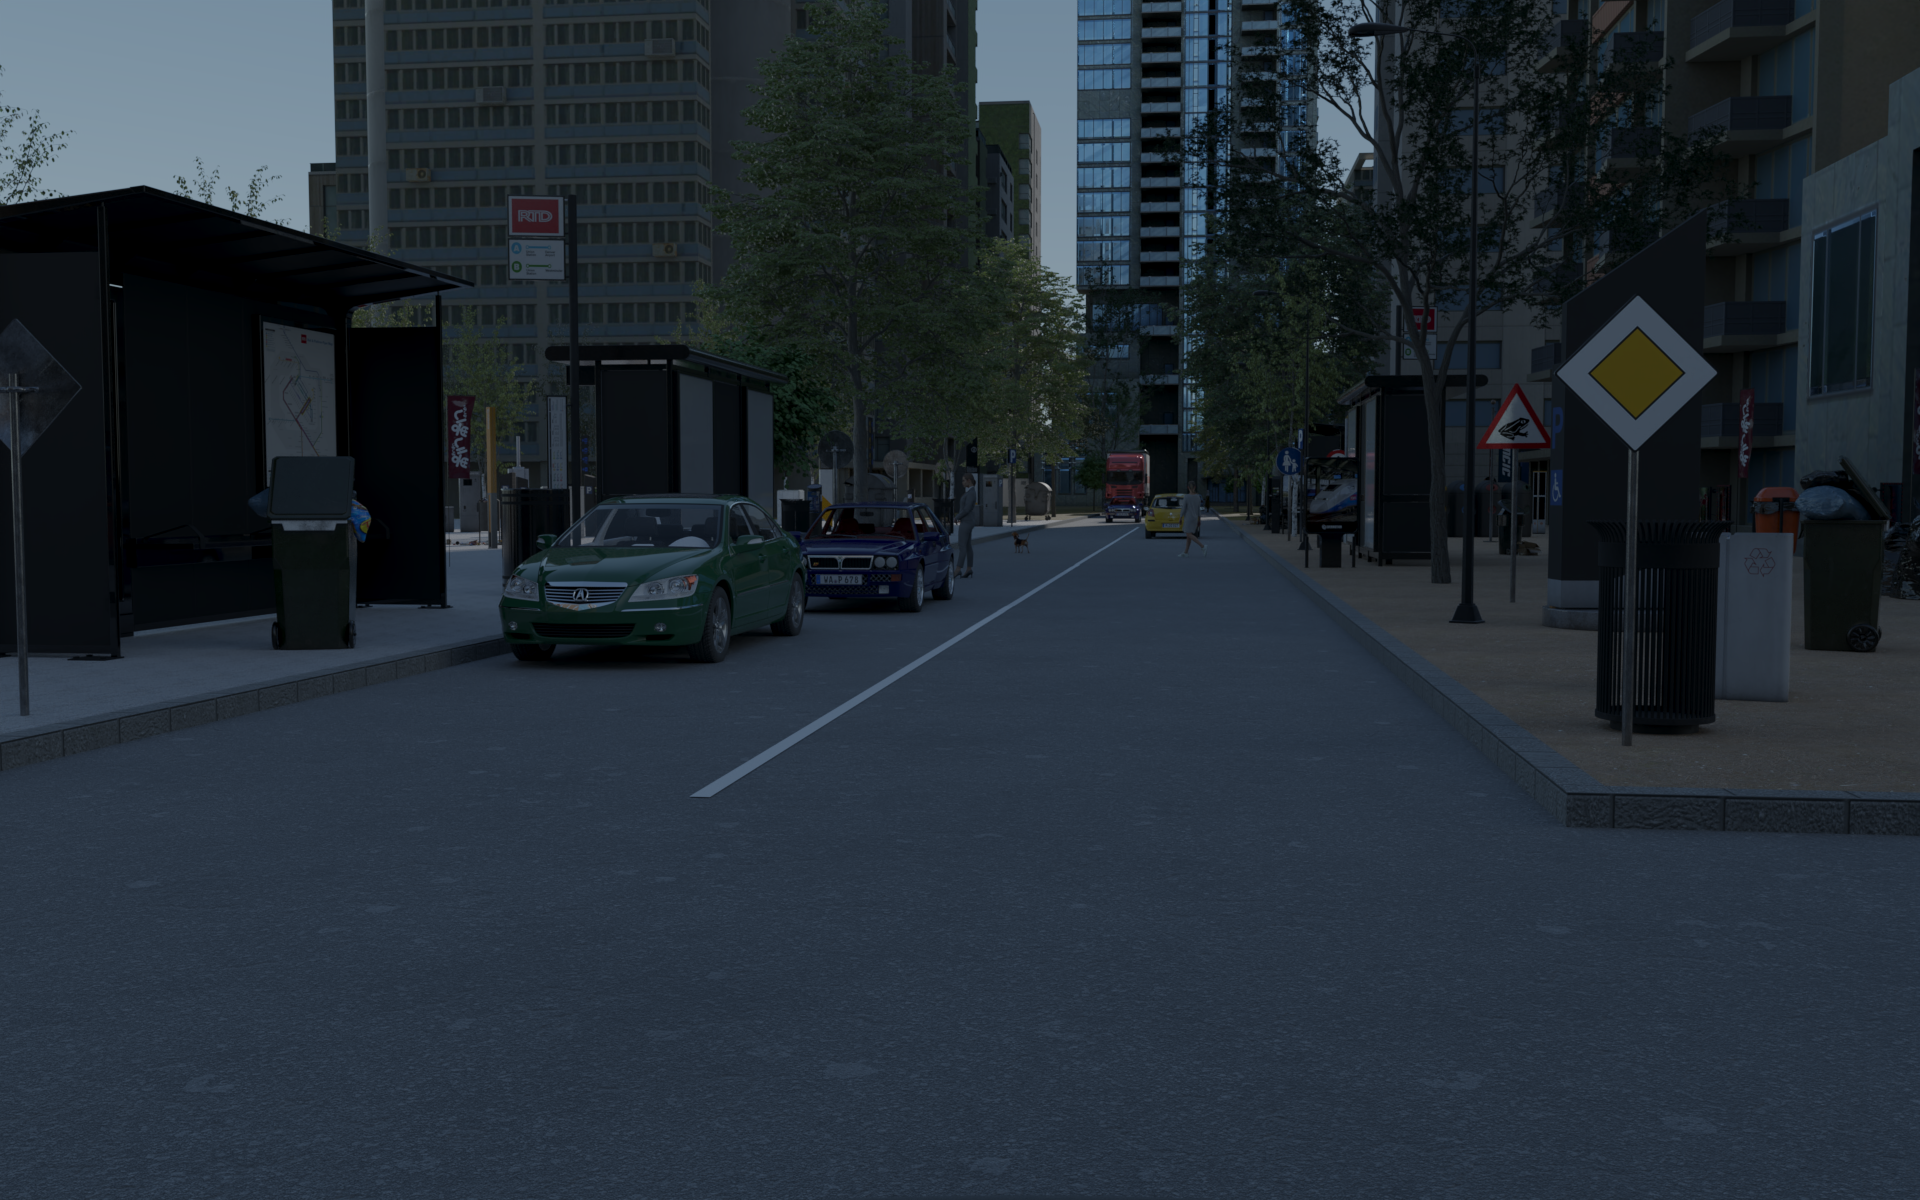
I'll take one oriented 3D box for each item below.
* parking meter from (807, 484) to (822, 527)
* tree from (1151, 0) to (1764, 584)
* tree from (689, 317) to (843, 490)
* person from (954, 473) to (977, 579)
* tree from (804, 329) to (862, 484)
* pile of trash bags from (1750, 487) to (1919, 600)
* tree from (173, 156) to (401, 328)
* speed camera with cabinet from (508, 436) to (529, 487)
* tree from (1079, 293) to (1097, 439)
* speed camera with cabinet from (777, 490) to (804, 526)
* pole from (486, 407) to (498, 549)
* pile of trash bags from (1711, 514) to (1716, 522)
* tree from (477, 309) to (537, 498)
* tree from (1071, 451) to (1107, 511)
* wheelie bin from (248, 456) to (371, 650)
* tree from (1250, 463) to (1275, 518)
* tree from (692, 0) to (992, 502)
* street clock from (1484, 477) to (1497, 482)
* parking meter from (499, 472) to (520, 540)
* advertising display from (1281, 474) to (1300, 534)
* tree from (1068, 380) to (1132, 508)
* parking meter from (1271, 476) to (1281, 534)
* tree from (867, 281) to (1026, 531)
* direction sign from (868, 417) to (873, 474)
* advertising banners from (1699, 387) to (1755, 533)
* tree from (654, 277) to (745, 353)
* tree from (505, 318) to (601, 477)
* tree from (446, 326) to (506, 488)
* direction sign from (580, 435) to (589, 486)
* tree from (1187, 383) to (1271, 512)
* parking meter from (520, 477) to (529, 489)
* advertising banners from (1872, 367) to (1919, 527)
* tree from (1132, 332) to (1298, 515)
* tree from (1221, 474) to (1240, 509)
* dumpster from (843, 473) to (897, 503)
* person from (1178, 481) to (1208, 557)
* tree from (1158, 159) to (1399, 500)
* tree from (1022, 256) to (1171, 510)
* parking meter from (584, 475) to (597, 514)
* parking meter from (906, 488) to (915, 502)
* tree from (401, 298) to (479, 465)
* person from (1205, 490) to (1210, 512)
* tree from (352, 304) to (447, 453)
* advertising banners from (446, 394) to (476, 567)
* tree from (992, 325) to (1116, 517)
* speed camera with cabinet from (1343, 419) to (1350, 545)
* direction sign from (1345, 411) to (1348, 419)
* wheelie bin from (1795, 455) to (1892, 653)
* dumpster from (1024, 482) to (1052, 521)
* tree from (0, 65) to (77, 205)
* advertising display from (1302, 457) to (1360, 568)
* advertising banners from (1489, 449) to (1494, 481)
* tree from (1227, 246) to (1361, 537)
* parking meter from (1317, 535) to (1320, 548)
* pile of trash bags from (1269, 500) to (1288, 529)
[{"bbox_3d":[-3.596,-2.105,42.822,0.372,1.533,0.369,0,3,0],"label":"parking meter"},{"bbox_3d":[6.984,-5.536,24.923,8.767,10.594,7.601,0,4,7],"label":"tree"},{"bbox_3d":[-3.873,-2.961,32.129,4.285,4.588,4.351,0,3,0],"label":"tree"},{"bbox_3d":[0.019,-1.267,29.491,0.573,1.790,0.520,-1,4,-14],"label":"person"},{"bbox_3d":[-6.245,-7.689,76.084,4.737,8.622,4.395,0,3,0],"label":"tree"},{"bbox_3d":[11.751,-0.728,21.658,3.447,1.369,1.912,1,4,15],"label":"pile of trash bags"},{"bbox_3d":[-15.911,-5.401,38.675,4.737,8.622,4.395,0,3,0],"label":"tree"},{"bbox_3d":[-14.504,-3.995,59.656,2.038,3.252,0.660,-1,4,-19],"label":"speed camera with cabinet"},{"bbox_3d":[2.584,-9.704,76.794,7.486,12.596,7.792,0,3,0],"label":"tree"},{"bbox_3d":[-7.412,-4.673,70.740,2.038,3.252,0.660,1,4,15],"label":"speed camera with cabinet"},{"bbox_3d":[-10.986,-2.862,40.640,0.158,3.312,0.155,0,3,0],"label":"pole"},{"bbox_3d":[14.188,-1.496,34.219,1.912,1.369,3.447,2,4,32],"label":"pile of trash bags"},{"bbox_3d":[-18.369,-7.120,66.778,4.737,8.622,4.395,0,3,0],"label":"tree"},{"bbox_3d":[10.009,-8.849,128.398,4.285,4.588,4.351,0,3,0],"label":"tree"},{"bbox_3d":[-5.410,-0.401,14.459,0.980,1.594,0.693,-1,4,-12],"label":"wheelie bin"},{"bbox_3d":[16.267,-5.984,92.437,1.663,3.219,1.824,0,3,0],"label":"tree"},{"bbox_3d":[-2.689,-7.469,40.246,7.486,12.596,7.792,0,3,0],"label":"tree"},{"bbox_3d":[21.871,-4.094,71.503,0.471,2.002,0.358,2,4,31],"label":"street clock"},{"bbox_3d":[-12.173,-2.503,46.630,0.399,1.863,0.255,1,4,20],"label":"parking meter"},{"bbox_3d":[10.751,-3.067,55.354,0.974,1.923,0.123,0,4,-3],"label":"advertising display"},{"bbox_3d":[13.151,-14.107,156.410,9.928,11.665,9.643,0,3,0],"label":"tree"},{"bbox_3d":[10.265,-3.092,56.266,0.255,1.863,0.399,1,4,14],"label":"parking meter"},{"bbox_3d":[-0.103,-6.678,59.553,4.737,8.622,4.395,0,3,0],"label":"tree"},{"bbox_3d":[-2.641,-3.623,51.237,0.379,3.537,0.876,0,4,4],"label":"direction sign"},{"bbox_3d":[13.021,-2.038,29.515,0.090,3.025,2.074,0,4,0],"label":"advertising banners"},{"bbox_3d":[-8.450,-6.550,57.449,4.737,8.622,4.395,0,3,0],"label":"tree"},{"bbox_3d":[-16.063,-7.512,73.182,4.360,8.622,3.978,0,3,0],"label":"tree"},{"bbox_3d":[-21.825,-7.621,74.961,4.360,8.622,3.978,0,3,0],"label":"tree"},{"bbox_3d":[-14.672,-4.583,66.929,0.876,3.537,0.379,2,4,33],"label":"direction sign"},{"bbox_3d":[19.967,-12.515,122.747,7.486,12.596,7.792,0,3,0],"label":"tree"},{"bbox_3d":[-14.651,-3.200,58.025,0.399,1.863,0.255,-2,4,-32],"label":"parking meter"},{"bbox_3d":[12.740,-1.684,23.714,2.074,3.025,0.090,-2,4,-31],"label":"advertising banners"},{"bbox_3d":[17.448,-10.963,105.005,9.928,11.665,9.643,0,3,0],"label":"tree"},{"bbox_3d":[23.135,-9.434,148.849,1.663,3.219,1.824,0,3,0],"label":"tree"},{"bbox_3d":[-2.538,-2.615,48.509,1.264,1.857,1.865,0,4,8],"label":"dumpster"},{"bbox_3d":[5.286,-1.834,39.236,0.760,1.731,0.466,2,4,29],"label":"person"},{"bbox_3d":[12.597,-9.862,67.896,9.857,13.997,8.962,0,3,0],"label":"tree"},{"bbox_3d":[10.849,-17.411,140.555,12.611,20.169,13.585,0,3,0],"label":"tree"},{"bbox_3d":[-11.068,-2.838,52.114,0.399,1.863,0.255,2,4,24],"label":"parking meter"},{"bbox_3d":[-2.144,-4.077,75.064,0.372,1.533,0.369,0,3,0],"label":"parking meter"},{"bbox_3d":[-16.285,-5.909,46.976,4.737,8.622,4.395,0,3,0],"label":"tree"},{"bbox_3d":[19.249,-7.703,135.178,0.721,1.736,1.217,1,4,11],"label":"person"},{"bbox_3d":[-19.991,-6.516,56.905,4.360,8.622,3.978,0,3,0],"label":"tree"},{"bbox_3d":[-9.435,-2.079,30.186,2.074,3.025,0.090,-2,4,-33],"label":"advertising banners"},{"bbox_3d":[4.911,-9.858,95.585,7.601,10.594,8.767,-3,4,-38],"label":"tree"},{"bbox_3d":[10.223,-3.081,44.714,0.660,3.252,2.038,0,4,8],"label":"speed camera with cabinet"},{"bbox_3d":[10.598,-3.367,47.051,0.379,3.537,0.876,0,4,-6],"label":"direction sign"},{"bbox_3d":[7.273,-0.390,14.283,0.693,1.594,0.980,2,4,30],"label":"wheelie bin"},{"bbox_3d":[3.767,-4.788,84.046,1.264,1.857,1.865,0,4,8],"label":"dumpster"},{"bbox_3d":[-16.733,-4.801,28.856,4.360,8.622,3.978,0,3,0],"label":"tree"},{"bbox_3d":[6.454,-1.523,30.121,0.974,1.923,0.123,0,4,-8],"label":"advertising display"},{"bbox_3d":[16.800,-3.630,55.540,0.090,3.025,2.074,3,4,36],"label":"advertising banners"},{"bbox_3d":[10.105,-6.232,52.262,4.737,8.622,4.395,0,3,0],"label":"tree"},{"bbox_3d":[8.714,-2.170,41.186,0.399,1.863,0.255,2,4,27],"label":"parking meter"},{"bbox_3d":[12.551,-3.330,64.198,1.912,1.369,3.447,1,4,20],"label":"pile of trash bags"}]
